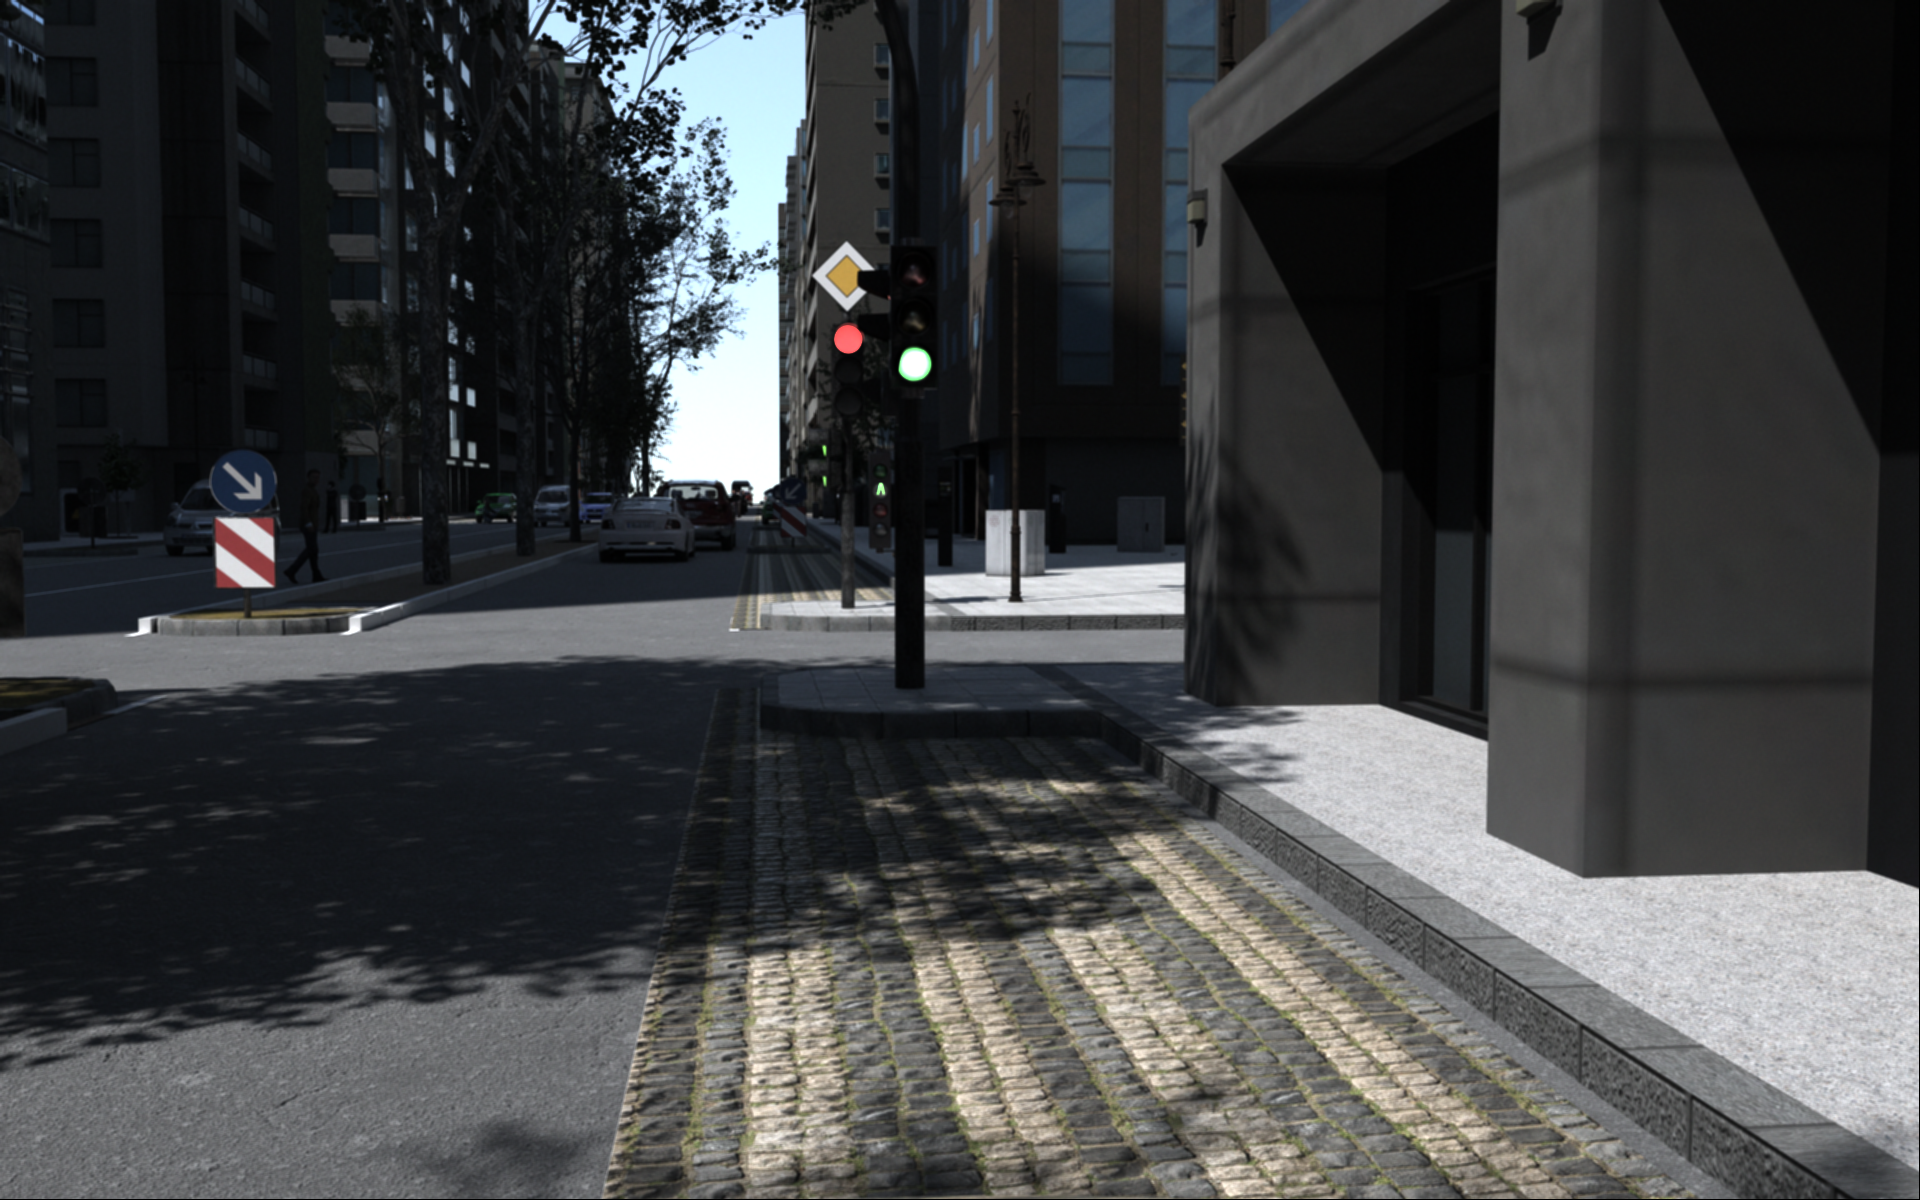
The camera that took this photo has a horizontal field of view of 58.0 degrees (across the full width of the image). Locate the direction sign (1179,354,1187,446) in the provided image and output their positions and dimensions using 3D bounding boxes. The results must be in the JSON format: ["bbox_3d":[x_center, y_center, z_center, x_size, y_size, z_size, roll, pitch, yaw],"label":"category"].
[{"bbox_3d":[3.988,-2.204,28.029,0.876,3.537,0.379,1,4,15],"label":"direction sign"}]

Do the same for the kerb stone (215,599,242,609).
[{"bbox_3d":[-8.677,0.113,20.352,0.120,0.150,1.000,0,4,-7],"label":"kerb stone"}]

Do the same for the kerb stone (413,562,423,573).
[{"bbox_3d":[-9.966,-0.570,31.567,0.120,0.150,1.000,0,4,-7],"label":"kerb stone"}]

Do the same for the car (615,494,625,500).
[{"bbox_3d":[-30.987,-8.926,156.159,2.015,1.641,3.980,0,4,-5],"label":"car"}]

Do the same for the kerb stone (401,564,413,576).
[{"bbox_3d":[-9.849,-0.511,30.551,0.120,0.150,1.000,0,4,-7],"label":"kerb stone"}]

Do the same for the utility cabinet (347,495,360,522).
[{"bbox_3d":[-27.772,-4.171,79.361,0.306,1.237,1.020,0,4,-6],"label":"utility cabinet"}]

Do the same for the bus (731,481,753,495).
[{"bbox_3d":[-30.788,-15.266,244.456,2.948,3.499,13.247,0,4,-6],"label":"bus"}]

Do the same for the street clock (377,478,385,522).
[{"bbox_3d":[-26.175,-4.509,78.290,0.358,2.002,0.471,0,4,-6],"label":"street clock"}]

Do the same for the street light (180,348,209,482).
[{"bbox_3d":[-24.235,-5.028,54.997,0.468,5.910,1.993,0,4,-7],"label":"street light"}]

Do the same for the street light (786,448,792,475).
[{"bbox_3d":[-17.556,-12.650,179.615,0.468,5.910,1.993,0,4,-7],"label":"street light"}]

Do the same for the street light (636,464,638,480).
[{"bbox_3d":[-46.354,-16.884,248.835,0.468,5.910,1.993,0,4,-7],"label":"street light"}]

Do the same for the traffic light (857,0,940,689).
[{"bbox_3d":[-2.430,-2.224,11.023,4.771,5.953,1.251,0,4,-7],"label":"traffic light"}]

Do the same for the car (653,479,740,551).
[{"bbox_3d":[-6.915,-2.238,45.263,2.281,1.827,5.304,0,4,-6],"label":"car"}]

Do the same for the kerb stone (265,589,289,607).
[{"bbox_3d":[-8.911,-0.012,22.392,0.120,0.150,1.000,0,4,-7],"label":"kerb stone"}]

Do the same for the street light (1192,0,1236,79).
[{"bbox_3d":[1.734,-2.354,11.277,0.468,5.910,1.993,0,4,-7],"label":"street light"}]

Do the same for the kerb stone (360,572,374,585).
[{"bbox_3d":[-9.507,-0.323,27.484,0.120,0.150,1.000,0,4,-7],"label":"kerb stone"}]

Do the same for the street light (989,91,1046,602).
[{"bbox_3d":[0.662,-2.915,20.441,0.468,5.910,1.993,0,4,-7],"label":"street light"}]

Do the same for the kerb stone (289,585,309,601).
[{"bbox_3d":[-9.033,-0.074,23.412,0.120,0.150,1.000,0,4,-7],"label":"kerb stone"}]

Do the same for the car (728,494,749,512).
[{"bbox_3d":[-17.889,-7.733,138.230,2.131,1.459,4.920,0,4,-8],"label":"car"}]

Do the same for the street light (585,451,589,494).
[{"bbox_3d":[-37.939,-12.436,176.111,0.468,5.910,1.993,0,4,-7],"label":"street light"}]

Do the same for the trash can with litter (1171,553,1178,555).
[{"bbox_3d":[5.462,-1.515,35.835,2.233,1.210,1.678,3,4,36],"label":"trash can with litter"}]

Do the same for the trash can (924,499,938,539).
[{"bbox_3d":[-0.809,-2.334,49.808,0.748,1.137,0.748,0,3,0],"label":"trash can"}]

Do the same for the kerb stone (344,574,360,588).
[{"bbox_3d":[-9.384,-0.261,26.464,0.120,0.150,1.000,0,4,-7],"label":"kerb stone"}]

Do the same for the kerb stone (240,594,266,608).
[{"bbox_3d":[-8.799,0.052,21.370,0.120,0.150,1.000,0,4,-7],"label":"kerb stone"}]

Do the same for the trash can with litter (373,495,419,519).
[{"bbox_3d":[-28.879,-4.741,88.571,2.233,1.210,1.678,1,4,14],"label":"trash can with litter"}]

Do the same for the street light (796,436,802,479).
[{"bbox_3d":[-12.418,-9.839,133.660,0.468,5.910,1.993,0,4,-7],"label":"street light"}]

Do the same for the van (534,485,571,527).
[{"bbox_3d":[-17.767,-4.220,76.006,2.013,2.044,4.112,0,4,-5],"label":"van"}]

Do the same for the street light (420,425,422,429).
[{"bbox_3d":[-28.221,-7.255,91.412,0.468,5.910,1.993,0,4,-7],"label":"street light"}]

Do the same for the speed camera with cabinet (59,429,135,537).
[{"bbox_3d":[-26.171,-3.558,52.506,2.038,3.252,0.660,-2,4,-27],"label":"speed camera with cabinet"}]

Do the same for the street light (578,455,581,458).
[{"bbox_3d":[-36.820,-11.863,166.741,0.468,5.910,1.993,0,4,-7],"label":"street light"}]

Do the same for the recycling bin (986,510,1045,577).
[{"bbox_3d":[0.868,-0.894,27.178,0.722,1.027,0.722,2,4,28],"label":"recycling bin"}]

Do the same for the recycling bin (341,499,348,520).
[{"bbox_3d":[-31.159,-4.556,87.044,0.722,1.027,0.722,-3,4,-38],"label":"recycling bin"}]

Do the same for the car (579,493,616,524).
[{"bbox_3d":[-17.583,-4.574,84.382,1.945,1.707,3.694,0,4,-5],"label":"car"}]

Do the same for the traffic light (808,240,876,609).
[{"bbox_3d":[-1.275,-1.860,19.335,0.839,4.253,0.868,0,4,-7],"label":"traffic light"}]

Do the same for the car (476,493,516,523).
[{"bbox_3d":[-23.169,-4.788,87.087,1.959,1.807,4.718,0,4,-6],"label":"car"}]

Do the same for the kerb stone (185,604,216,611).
[{"bbox_3d":[-8.558,0.175,19.336,0.120,0.150,1.000,0,4,-7],"label":"kerb stone"}]

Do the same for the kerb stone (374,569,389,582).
[{"bbox_3d":[-9.616,-0.383,28.501,0.120,0.150,1.000,0,4,-7],"label":"kerb stone"}]

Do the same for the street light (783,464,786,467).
[{"bbox_3d":[-21.817,-14.868,215.872,0.468,5.910,1.993,0,4,-7],"label":"street light"}]

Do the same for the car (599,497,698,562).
[{"bbox_3d":[-6.820,-1.565,37.952,2.083,1.381,4.827,0,4,-6],"label":"car"}]

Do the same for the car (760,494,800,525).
[{"bbox_3d":[-8.478,-4.476,81.979,1.959,1.807,4.718,-1,4,-8],"label":"car"}]

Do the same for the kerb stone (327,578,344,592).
[{"bbox_3d":[-9.275,-0.199,25.448,0.120,0.150,1.000,0,4,-7],"label":"kerb stone"}]

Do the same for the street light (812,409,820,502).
[{"bbox_3d":[-8.171,-7.622,97.402,0.468,5.910,1.993,0,4,-7],"label":"street light"}]

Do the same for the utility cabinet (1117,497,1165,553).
[{"bbox_3d":[3.982,-1.650,38.139,1.020,1.237,0.306,2,4,26],"label":"utility cabinet"}]

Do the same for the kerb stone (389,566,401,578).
[{"bbox_3d":[-9.739,-0.447,29.528,0.120,0.150,1.000,0,4,-7],"label":"kerb stone"}]

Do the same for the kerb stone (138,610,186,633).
[{"bbox_3d":[-8.446,0.237,18.315,0.120,0.150,1.000,0,4,-7],"label":"kerb stone"}]

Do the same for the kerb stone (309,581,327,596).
[{"bbox_3d":[-9.149,-0.133,24.434,0.120,0.150,1.000,0,4,-7],"label":"kerb stone"}]

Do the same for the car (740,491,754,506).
[{"bbox_3d":[-25.420,-11.929,203.711,2.281,1.827,5.304,0,4,-6],"label":"car"}]

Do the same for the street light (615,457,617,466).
[{"bbox_3d":[-42.185,-14.653,212.370,0.468,5.910,1.993,0,4,-7],"label":"street light"}]

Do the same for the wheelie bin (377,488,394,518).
[{"bbox_3d":[-30.224,-5.091,91.152,0.693,1.594,0.980,-3,5,-43],"label":"wheelie bin"}]

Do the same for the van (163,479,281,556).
[{"bbox_3d":[-17.685,-2.115,41.584,2.013,2.044,4.112,0,4,-5],"label":"van"}]
